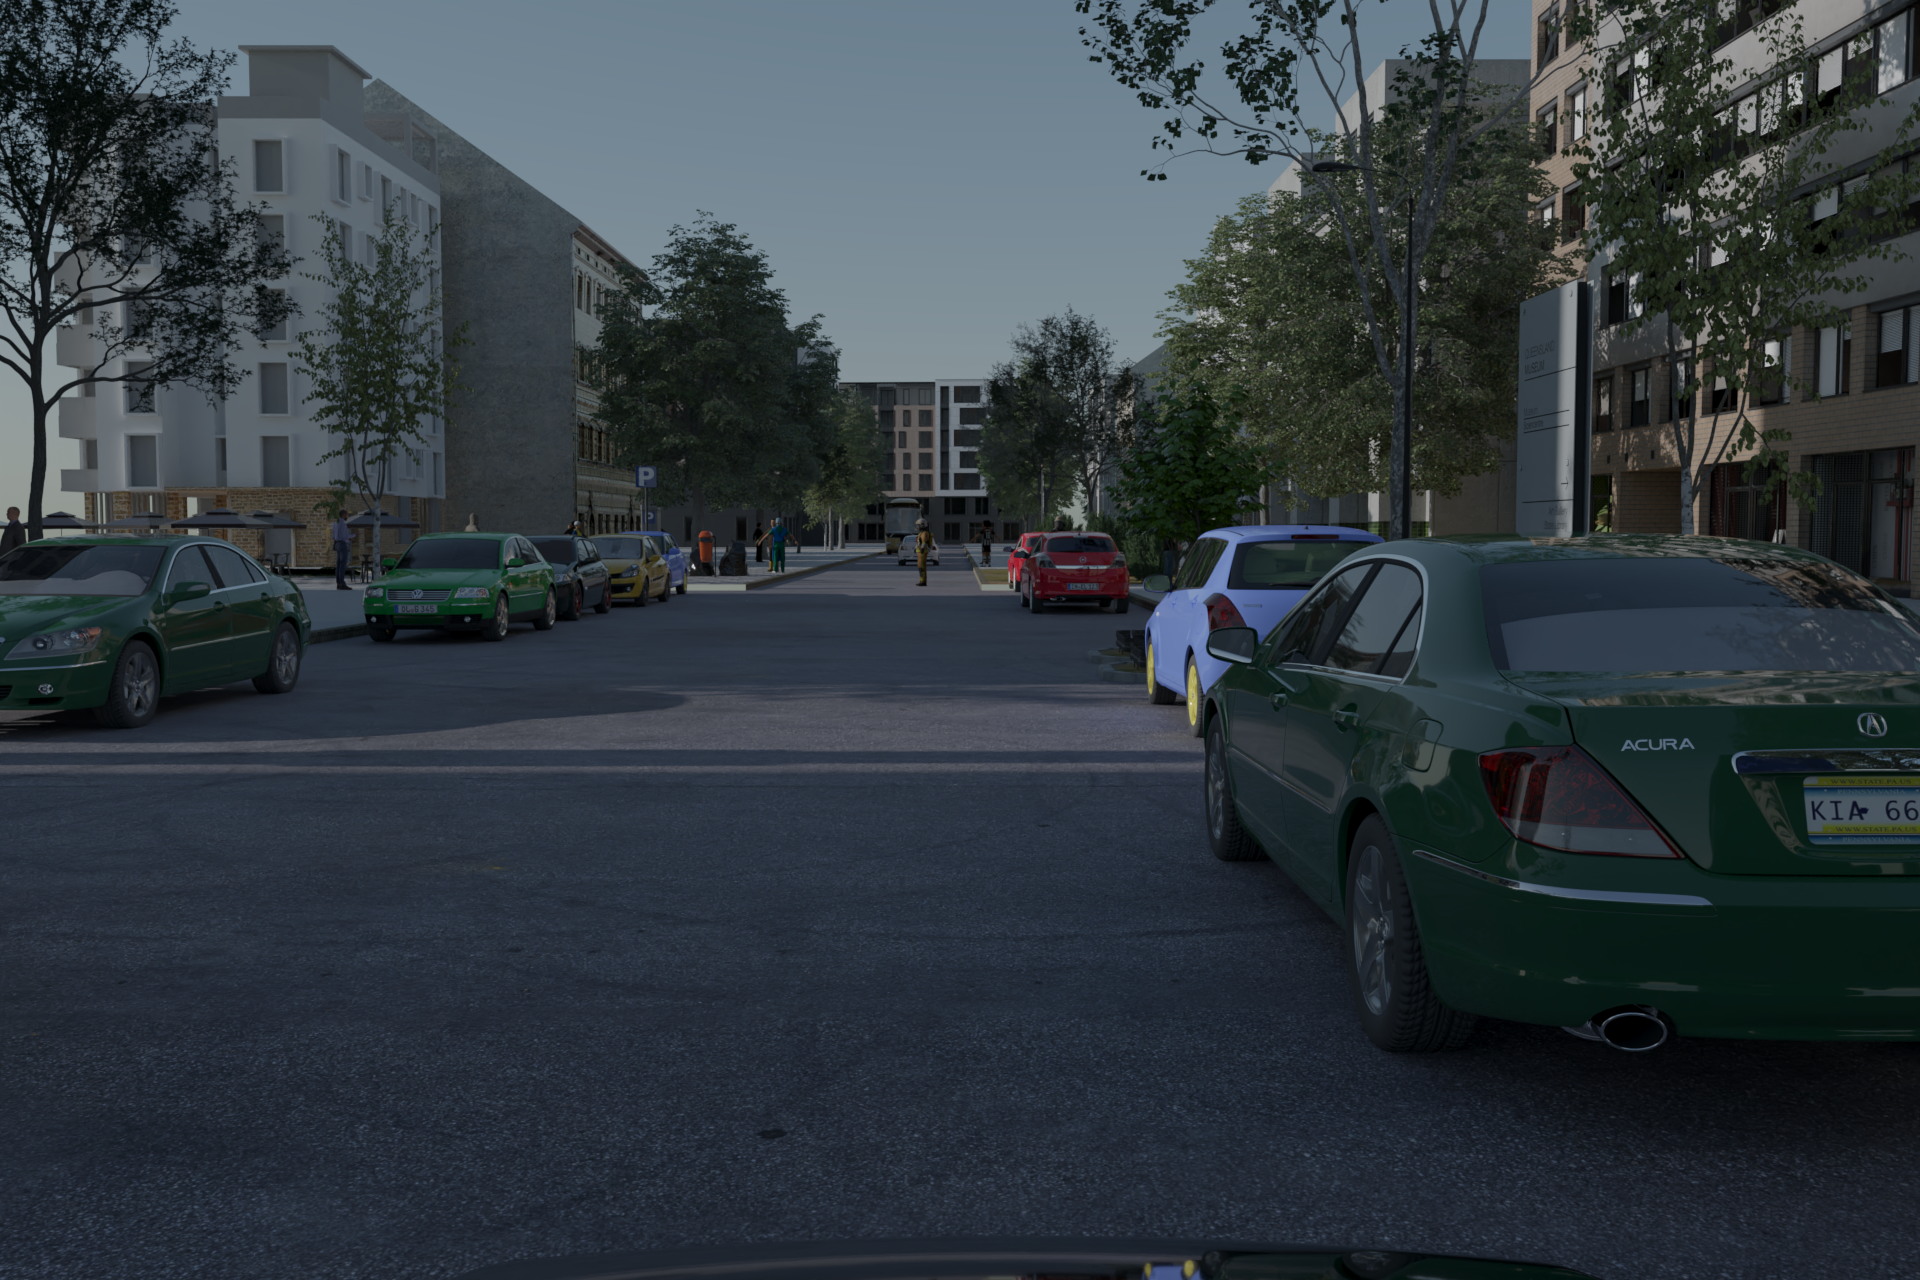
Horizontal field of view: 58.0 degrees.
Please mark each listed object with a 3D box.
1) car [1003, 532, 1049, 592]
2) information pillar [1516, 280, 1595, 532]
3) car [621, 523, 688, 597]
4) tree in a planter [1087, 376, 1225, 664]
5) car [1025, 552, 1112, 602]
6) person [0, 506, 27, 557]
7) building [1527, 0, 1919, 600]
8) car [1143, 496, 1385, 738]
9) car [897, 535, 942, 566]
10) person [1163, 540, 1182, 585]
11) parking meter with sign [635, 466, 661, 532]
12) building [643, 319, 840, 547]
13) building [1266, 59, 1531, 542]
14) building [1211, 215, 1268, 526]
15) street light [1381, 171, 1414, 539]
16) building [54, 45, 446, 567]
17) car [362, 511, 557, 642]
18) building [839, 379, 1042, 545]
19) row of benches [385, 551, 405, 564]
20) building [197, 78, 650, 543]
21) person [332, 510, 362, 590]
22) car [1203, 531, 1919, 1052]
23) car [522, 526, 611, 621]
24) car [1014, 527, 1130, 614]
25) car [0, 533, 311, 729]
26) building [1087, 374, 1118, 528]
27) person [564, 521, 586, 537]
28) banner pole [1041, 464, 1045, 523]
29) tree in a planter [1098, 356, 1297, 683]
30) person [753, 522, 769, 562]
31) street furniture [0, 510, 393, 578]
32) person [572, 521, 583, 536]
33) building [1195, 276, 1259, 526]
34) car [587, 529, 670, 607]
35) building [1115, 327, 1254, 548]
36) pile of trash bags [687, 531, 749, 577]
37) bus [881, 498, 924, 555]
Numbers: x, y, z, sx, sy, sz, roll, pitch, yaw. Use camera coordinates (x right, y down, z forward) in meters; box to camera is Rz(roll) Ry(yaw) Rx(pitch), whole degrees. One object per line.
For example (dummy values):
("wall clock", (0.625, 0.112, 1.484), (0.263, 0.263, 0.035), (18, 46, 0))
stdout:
("car", (2.190, -2.150, 44.189), (2.155, 1.783, 4.494), (0, 4, -1))
("information pillar", (5.771, -1.564, 16.889), (0.184, 3.620, 1.656), (0, 3, 0))
("car", (-7.355, -1.855, 39.921), (1.945, 1.707, 3.694), (0, 4, 0))
("tree in a planter", (2.460, -1.369, 19.601), (1.991, 3.239, 1.994), (0, 4, 1))
("car", (2.329, -1.709, 37.729), (2.009, 1.686, 4.222), (0, 4, -1))
("person", (-16.329, -1.421, 29.831), (0.990, 1.755, 0.434), (3, 5, 41))
("building", (28.332, -13.826, 32.631), (21.656, 26.213, 47.522), (0, 4, 0))
("car", (2.442, -0.239, 13.496), (1.945, 1.707, 3.694), (0, 4, -1))
("car", (-1.879, -4.121, 79.739), (2.083, 1.381, 4.827), (0, 4, 0))
("person", (4.834, -2.049, 39.713), (0.705, 1.803, 1.348), (0, 4, -6))
("parking meter with sign", (-8.055, -3.001, 45.327), (0.543, 3.016, 1.738), (0, 4, -1))
("building", (-27.660, -20.629, 181.251), (27.936, 21.610, 32.646), (0, 4, 0))
("building", (24.155, -12.652, 73.325), (16.747, 18.905, 31.486), (0, 3, 0))
("building", (20.252, -15.141, 103.970), (16.016, 20.090, 11.380), (0, 4, 0))
("street light", (6.170, -3.010, 21.753), (1.470, 5.913, 1.316), (0, 3, 0))
("building", (-29.278, -12.973, 68.522), (16.016, 20.090, 11.380), (0, 4, 0))
("car", (-6.977, -0.960, 24.490), (1.959, 1.807, 4.718), (0, 4, 0))
("building", (-4.529, -24.135, 241.036), (32.646, 21.610, 27.936), (0, 4, 4))
("row of benches", (-18.985, -2.949, 63.678), (4.104, 0.672, 1.422), (0, 4, -2))
("building", (-27.982, -16.036, 93.110), (19.493, 23.208, 18.063), (0, 4, 0))
("person", (-14.090, -2.076, 39.852), (0.599, 1.838, 0.709), (-3, 5, -42))
("car", (2.039, 0.341, 6.228), (2.131, 1.459, 4.920), (0, 4, -1))
("car", (-7.178, -1.228, 29.864), (2.009, 1.686, 4.222), (0, 4, 0))
("car", (2.116, -1.449, 32.734), (2.155, 1.783, 4.494), (0, 4, -1))
("car", (-6.968, -0.151, 14.260), (2.131, 1.459, 4.920), (0, 3, 0))
("building", (24.300, -20.404, 200.056), (16.747, 18.905, 31.486), (0, 3, 0))
("person", (-15.537, -3.877, 69.615), (1.346, 1.802, 0.704), (-1, 4, -21))
("banner pole", (2.969, -4.402, 61.991), (0.401, 3.779, 0.863), (0, 3, 0))
("tree in a planter", (2.409, -1.234, 17.398), (1.991, 3.239, 1.994), (0, 4, 1))
("person", (-9.098, -4.437, 78.727), (0.705, 1.806, 1.347), (-3, 4, -37))
("street furniture", (-24.294, -3.069, 55.205), (27.439, 1.986, 14.083), (0, 4, 2))
("person", (-14.468, -3.639, 65.968), (0.721, 1.772, 1.216), (1, 4, 14))
("building", (22.501, -16.579, 127.491), (16.016, 20.090, 11.380), (0, 4, 0))
("car", (-7.011, -1.531, 35.255), (2.015, 1.641, 3.980), (0, 3, 0))
("building", (25.182, -20.613, 167.956), (19.493, 23.208, 18.063), (0, 3, 0))
("pile of trash bags", (-7.467, -2.628, 52.724), (1.912, 1.369, 3.447), (0, 4, 1))
("bus", (-3.912, -8.057, 123.280), (2.896, 3.916, 12.252), (0, 4, 0))
